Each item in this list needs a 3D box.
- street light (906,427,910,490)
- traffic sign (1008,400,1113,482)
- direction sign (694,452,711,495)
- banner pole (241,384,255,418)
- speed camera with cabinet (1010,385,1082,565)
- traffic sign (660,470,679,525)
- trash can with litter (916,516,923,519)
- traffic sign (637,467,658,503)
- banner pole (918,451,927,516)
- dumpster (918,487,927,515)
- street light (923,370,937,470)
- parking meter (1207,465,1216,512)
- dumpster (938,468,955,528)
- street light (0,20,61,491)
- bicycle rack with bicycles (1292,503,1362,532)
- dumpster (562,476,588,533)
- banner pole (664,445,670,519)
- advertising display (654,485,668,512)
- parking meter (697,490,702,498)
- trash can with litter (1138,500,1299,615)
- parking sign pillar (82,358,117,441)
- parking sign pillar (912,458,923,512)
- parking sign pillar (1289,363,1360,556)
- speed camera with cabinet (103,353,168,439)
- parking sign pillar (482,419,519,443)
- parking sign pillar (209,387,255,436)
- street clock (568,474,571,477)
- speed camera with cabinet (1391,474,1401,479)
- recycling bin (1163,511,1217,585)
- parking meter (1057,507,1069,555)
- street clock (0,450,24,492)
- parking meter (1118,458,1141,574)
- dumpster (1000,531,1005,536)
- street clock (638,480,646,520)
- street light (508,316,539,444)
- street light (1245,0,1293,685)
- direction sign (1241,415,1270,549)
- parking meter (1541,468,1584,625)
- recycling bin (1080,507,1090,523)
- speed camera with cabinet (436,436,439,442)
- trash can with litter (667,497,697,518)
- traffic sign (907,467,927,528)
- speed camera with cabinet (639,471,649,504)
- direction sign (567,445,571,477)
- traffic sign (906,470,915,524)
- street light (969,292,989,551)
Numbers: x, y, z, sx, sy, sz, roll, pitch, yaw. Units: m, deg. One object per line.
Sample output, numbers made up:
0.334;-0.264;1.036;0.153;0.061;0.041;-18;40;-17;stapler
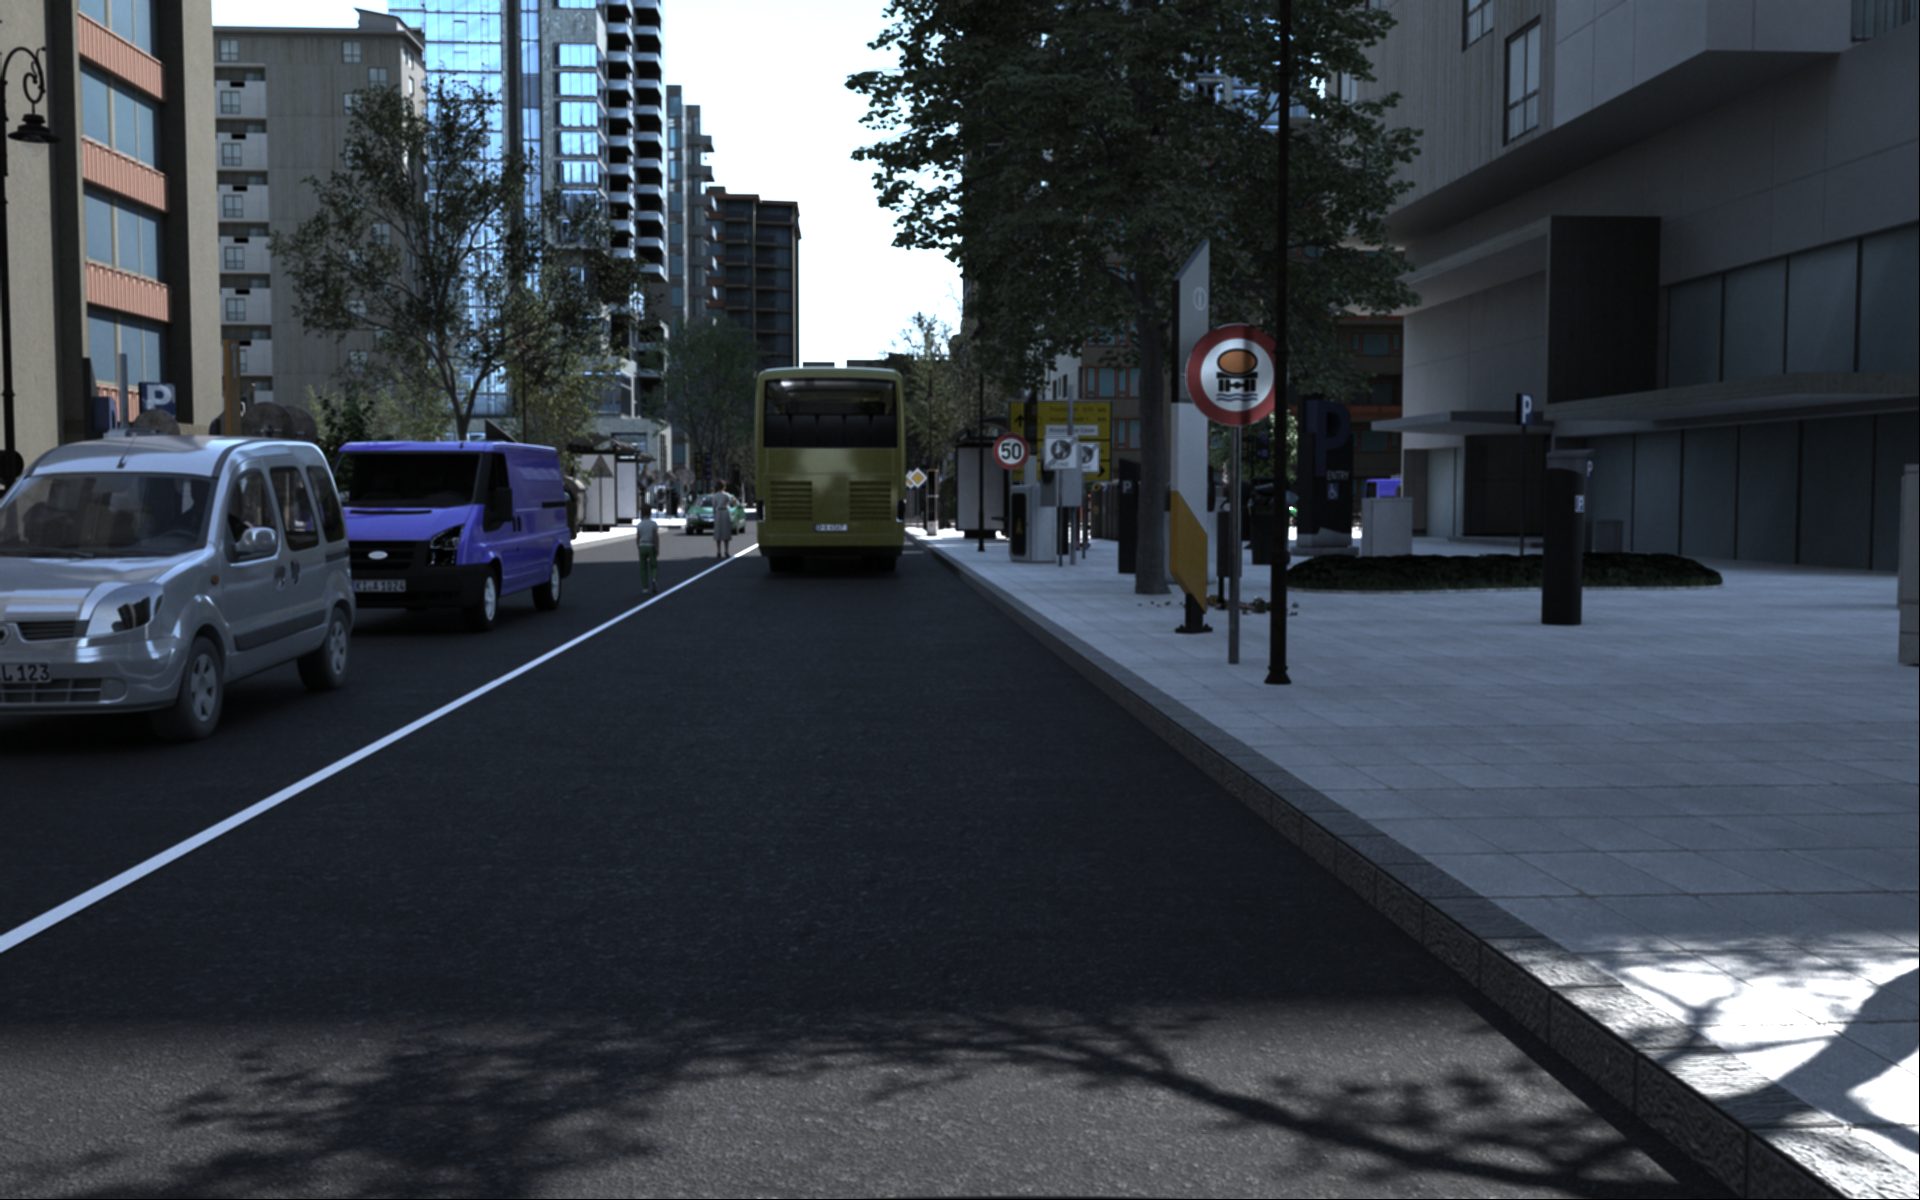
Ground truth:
-2.848;-7.426;94.210;0.468;5.910;1.993;0;4;-3;street light
2.161;-2.665;37.447;2.265;3.308;0.079;0;4;-2;traffic sign
-13.964;-6.244;94.082;0.876;3.537;0.379;0;4;-5;direction sign
-16.148;-3.005;39.150;0.401;3.779;0.863;2;4;28;banner pole
1.573;-2.306;32.045;0.660;3.252;2.038;-1;4;-22;speed camera with cabinet
-12.159;-4.218;72.612;0.795;2.450;0.064;0;4;-3;traffic sign
-1.779;-4.759;88.873;1.678;1.210;2.233;2;4;24;trash can with litter
-11.671;-3.731;64.641;0.795;2.450;0.064;0;4;-3;traffic sign
-2.218;-6.803;101.250;0.863;3.779;0.401;-3;5;-44;banner pole
-1.955;-6.121;105.832;1.264;1.857;1.865;0;4;-3;dumpster
-1.111;-5.632;64.864;0.468;5.910;1.993;0;4;-3;street light
4.324;-1.531;30.746;0.399;1.863;0.255;0;4;3;parking meter
-0.079;-3.839;65.259;1.502;2.255;1.985;0;4;-4;dumpster
-9.145;-2.680;16.598;0.468;5.910;1.993;0;4;-3;street light
12.774;-2.851;59.996;2.852;0.926;2.925;0;4;-6;bicycle rack with bicycles
-13.009;-3.133;56.985;1.264;1.857;1.865;0;4;-4;dumpster
-15.080;-6.049;88.912;0.401;3.779;0.863;0;4;-7;banner pole
-21.437;-7.274;124.137;0.974;1.923;0.123;0;4;-7;advertising display
-17.694;-6.692;117.824;0.372;1.533;0.369;0;3;0;parking meter
3.032;-0.501;19.252;1.678;1.210;2.233;-1;4;-12;trash can with litter
-17.332;-2.843;34.963;1.447;3.967;1.447;-1;4;-19;parking sign pillar
-3.151;-8.395;125.734;1.447;3.967;1.447;-1;4;-14;parking sign pillar
7.611;-2.911;36.062;1.447;3.967;1.447;-3;4;-38;parking sign pillar
-11.085;-1.837;24.374;2.038;3.252;0.660;2;4;24;speed camera with cabinet
-16.330;-4.472;61.592;1.447;3.967;1.447;1;4;17;parking sign pillar
-17.971;-3.320;42.756;1.447;3.967;1.447;1;4;15;parking sign pillar
-14.080;-3.570;62.936;0.358;2.002;0.471;0;4;0;street clock
31.124;-7.762;121.245;2.038;3.252;0.660;0;4;6;speed camera with cabinet
3.282;-0.755;24.901;0.722;1.027;0.722;1;4;18;recycling bin
2.122;-1.729;36.687;0.372;1.533;0.369;0;3;0;parking meter
-15.655;-1.463;28.491;0.358;2.002;0.471;1;4;19;street clock
2.780;-1.362;27.975;0.399;1.863;0.255;3;5;40;parking meter
0.880;-2.818;51.826;1.264;1.857;1.865;0;4;-3;dumpster
-14.837;-4.672;80.961;0.471;2.002;0.358;-1;4;-14;street clock
-10.772;-4.286;42.869;0.468;5.910;1.993;0;4;-3;street light
2.154;-2.372;11.564;0.468;5.910;1.993;0;4;-3;street light
6.791;-2.952;40.259;0.876;3.537;0.379;3;5;40;direction sign
5.936;-0.529;17.052;0.372;1.533;0.369;0;3;0;parking meter
5.515;-3.995;77.878;0.722;1.027;0.722;-1;4;-21;recycling bin
-17.782;-3.939;58.745;0.660;3.252;2.038;0;4;5;speed camera with cabinet
-14.584;-4.991;92.659;2.233;1.210;1.678;1;4;23;trash can with litter
-1.594;-3.767;65.236;0.795;2.450;0.064;0;4;-3;traffic sign
-26.882;-9.277;146.012;0.660;3.252;2.038;1;4;13;speed camera with cabinet
-17.259;-5.217;77.301;0.876;3.537;0.379;3;5;43;direction sign
-2.082;-4.255;73.206;0.795;2.450;0.064;0;4;-3;traffic sign
0.476;-4.027;38.637;0.468;5.910;1.993;0;4;-3;street light
